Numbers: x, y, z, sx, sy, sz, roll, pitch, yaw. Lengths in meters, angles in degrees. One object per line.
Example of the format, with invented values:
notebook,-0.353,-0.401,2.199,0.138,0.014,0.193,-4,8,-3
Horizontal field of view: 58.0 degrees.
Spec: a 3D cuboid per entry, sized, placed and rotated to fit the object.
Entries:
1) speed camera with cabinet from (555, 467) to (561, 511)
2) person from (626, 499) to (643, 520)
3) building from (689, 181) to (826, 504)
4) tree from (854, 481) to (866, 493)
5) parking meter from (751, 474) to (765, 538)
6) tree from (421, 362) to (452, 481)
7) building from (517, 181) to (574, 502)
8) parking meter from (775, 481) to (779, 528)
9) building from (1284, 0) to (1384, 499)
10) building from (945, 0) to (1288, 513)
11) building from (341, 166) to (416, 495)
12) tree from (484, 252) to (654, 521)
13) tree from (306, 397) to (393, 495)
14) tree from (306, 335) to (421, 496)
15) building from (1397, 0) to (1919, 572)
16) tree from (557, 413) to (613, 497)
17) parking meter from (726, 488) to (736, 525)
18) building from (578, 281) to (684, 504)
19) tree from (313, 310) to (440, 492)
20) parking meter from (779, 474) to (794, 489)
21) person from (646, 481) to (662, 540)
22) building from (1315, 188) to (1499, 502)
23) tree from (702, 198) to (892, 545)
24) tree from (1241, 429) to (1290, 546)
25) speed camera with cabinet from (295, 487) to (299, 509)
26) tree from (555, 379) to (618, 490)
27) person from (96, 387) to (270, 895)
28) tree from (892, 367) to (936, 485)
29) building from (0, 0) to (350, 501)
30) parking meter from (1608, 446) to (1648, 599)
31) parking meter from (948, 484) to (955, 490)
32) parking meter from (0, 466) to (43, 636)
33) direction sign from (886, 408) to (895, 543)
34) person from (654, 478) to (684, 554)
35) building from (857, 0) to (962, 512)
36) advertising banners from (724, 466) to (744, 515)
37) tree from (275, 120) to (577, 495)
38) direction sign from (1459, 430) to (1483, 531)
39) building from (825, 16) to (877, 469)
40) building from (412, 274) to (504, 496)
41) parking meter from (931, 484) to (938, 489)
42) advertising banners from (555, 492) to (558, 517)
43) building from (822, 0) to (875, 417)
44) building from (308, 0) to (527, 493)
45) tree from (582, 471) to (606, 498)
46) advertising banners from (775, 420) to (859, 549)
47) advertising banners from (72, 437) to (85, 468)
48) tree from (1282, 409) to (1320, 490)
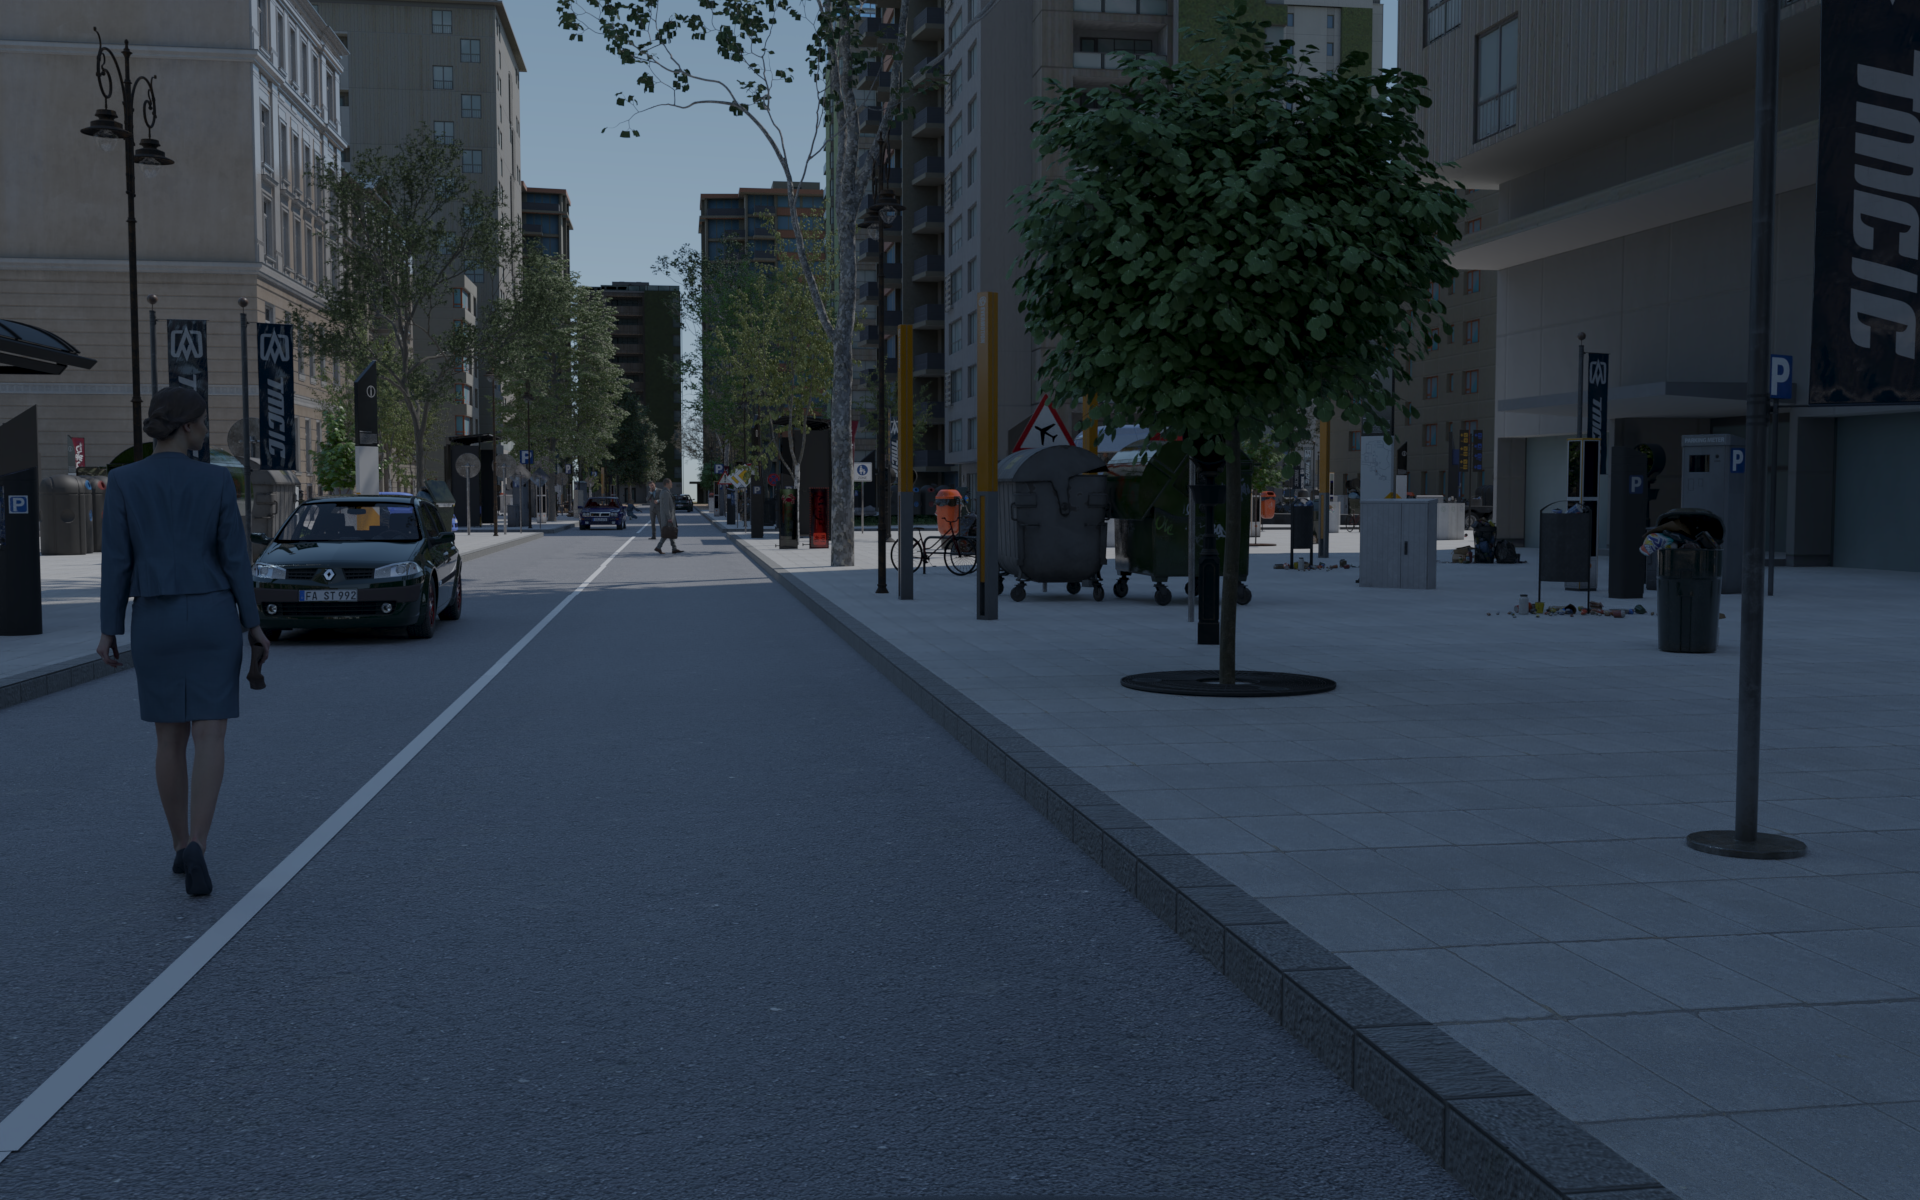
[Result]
speed camera with cabinet,-29.638,-8.124,127.166,0.660,3.252,2.038,-1,4,-11
person,-18.280,-5.038,96.366,1.012,1.151,0.738,2,4,34
building,-23.906,-36.123,245.232,28.867,44.769,22.147,-1,4,-9
tree,-6.315,-6.588,102.307,1.663,3.219,1.824,0,3,0
parking meter,-5.878,-2.730,50.352,0.399,1.863,0.255,0,4,-4
tree,-28.566,-8.578,90.610,4.360,8.622,3.978,0,3,0
building,-67.971,-35.653,237.548,28.867,44.769,22.147,-1,4,-9
parking meter,-6.797,-3.666,65.651,0.399,1.863,0.255,-1,4,-19
building,32.193,-40.360,201.884,28.212,58.520,21.231,-1,4,-9
building,7.081,-24.554,85.058,14.086,41.232,14.154,-1,4,-9
building,-41.916,-17.672,108.018,14.460,24.649,34.723,-1,4,-9
tree,-19.046,-10.021,81.970,7.486,12.596,7.792,0,3,0
tree,-12.391,-2.442,34.535,1.663,3.219,1.824,0,3,0
tree,-27.217,-7.852,78.743,4.360,8.622,3.978,0,3,0
building,25.730,-26.949,29.858,28.713,52.752,27.495,-1,4,-9
tree,-25.904,-10.402,120.438,4.737,8.622,4.395,0,3,0
parking meter,-9.587,-3.921,72.515,0.372,1.533,0.369,0,3,0
building,-45.366,-28.565,238.742,14.107,30.474,14.160,-1,4,-9
tree,-21.843,-6.989,64.634,4.737,8.622,4.395,0,3,0
parking meter,-4.879,-2.671,49.374,0.399,1.863,0.255,-1,4,-13
person,-9.550,-2.823,54.455,0.655,1.846,0.447,1,4,9
building,38.669,-15.372,96.378,28.899,21.520,27.650,-1,4,-9
tree,-4.202,-5.707,43.667,4.737,8.622,4.395,0,3,0
tree,7.462,-2.950,42.830,1.663,3.219,1.824,0,3,0
speed camera with cabinet,-13.709,-2.361,32.942,2.038,3.252,0.660,-1,4,-8
tree,-23.323,-9.533,106.229,4.360,8.622,3.978,0,3,0
person,-2.850,0.136,6.305,0.581,1.822,0.654,-1,4,-8
tree,-3.451,-8.537,89.936,4.737,8.622,4.395,0,3,0
building,-37.068,-18.037,80.815,13.634,28.700,20.117,-1,4,-9
parking meter,8.223,-0.954,21.313,0.399,1.863,0.255,-2,4,-23
parking meter,-0.536,-5.903,102.218,0.255,1.863,0.399,-3,5,-44
parking meter,-8.589,-0.450,15.772,0.372,1.533,0.369,0,3,0
direction sign,-1.876,-3.297,45.911,0.379,3.537,0.876,0,4,1
person,-6.970,-2.011,41.486,0.767,1.812,0.694,-1,4,-18
building,4.548,-28.383,118.693,22.147,44.769,28.867,-1,4,-9
advertising banners,-14.049,-6.829,107.840,0.090,3.025,2.074,2,4,30
tree,-13.099,-6.613,42.541,8.767,10.594,7.601,1,4,16
direction sign,17.953,-4.216,60.935,0.876,3.537,0.379,-1,4,-12
building,-4.258,-28.727,153.275,14.154,41.232,14.086,-1,4,-9
building,-54.908,-18.567,148.616,27.650,21.520,28.899,-1,4,-9
parking meter,-1.438,-5.608,97.401,0.255,1.863,0.399,-2,4,-32
advertising banners,-22.841,-6.151,96.750,0.090,3.025,2.074,0,4,6
building,-6.242,-53.623,189.401,22.319,86.520,31.000,-1,4,-9
building,-60.988,-36.381,184.065,27.495,52.752,28.713,-1,4,-9
tree,-28.026,-8.294,130.203,1.663,3.219,1.824,0,3,0
advertising banners,-3.339,-2.717,40.610,2.074,3.025,0.090,-2,4,-24
advertising banners,-26.912,-3.540,54.064,0.090,3.025,2.074,1,4,15
tree,17.218,-8.653,91.835,4.360,8.622,3.978,0,3,0
